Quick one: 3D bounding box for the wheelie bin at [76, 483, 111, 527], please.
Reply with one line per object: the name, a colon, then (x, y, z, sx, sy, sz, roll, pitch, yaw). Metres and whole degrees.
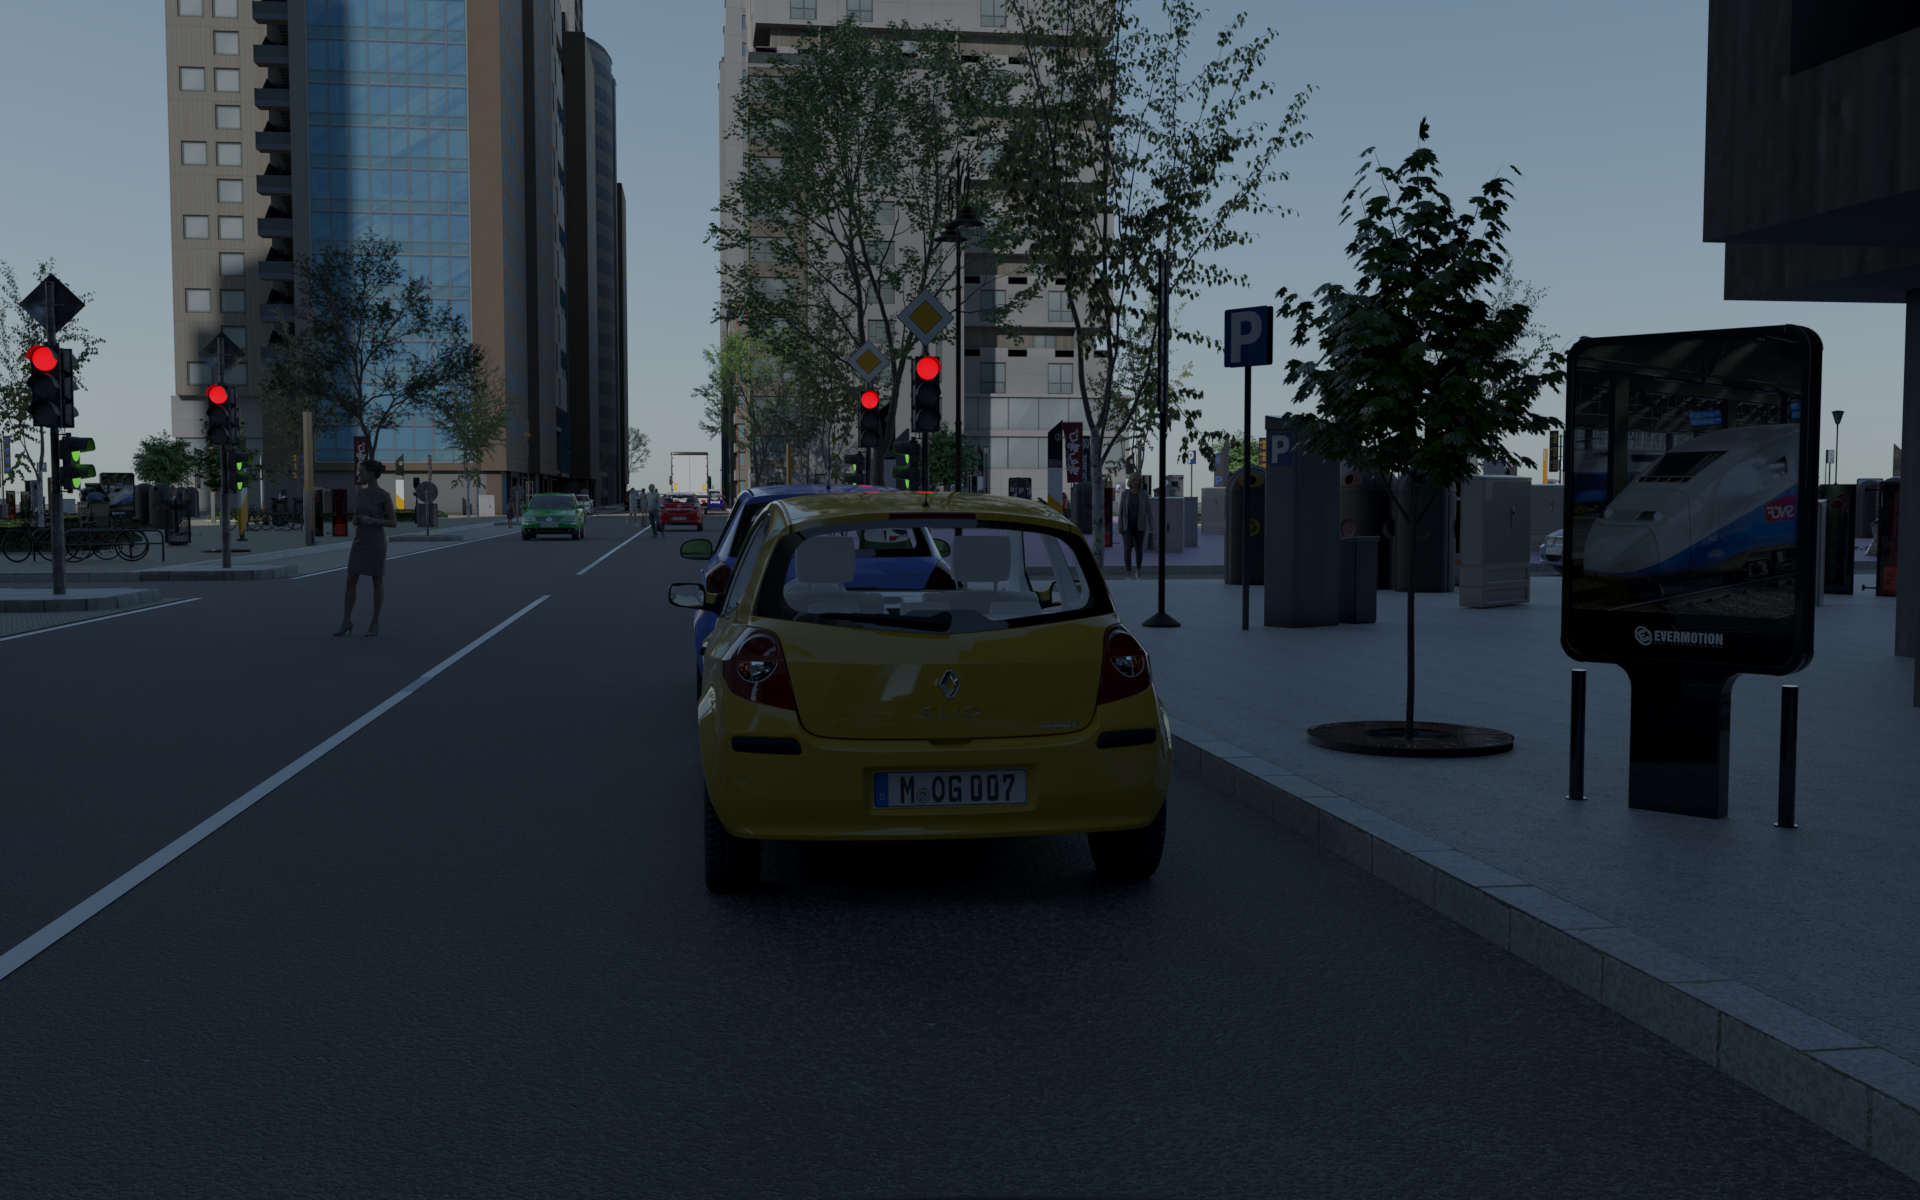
wheelie bin: (-24.217, -2.478, 48.418, 0.980, 1.594, 0.693, 2, 4, 28)

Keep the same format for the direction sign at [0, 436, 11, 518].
direction sign: (-37.176, -4.604, 67.264, 0.876, 3.537, 0.379, 1, 4, 20)

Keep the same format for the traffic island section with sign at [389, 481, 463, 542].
traffic island section with sign: (-16.211, -2.695, 52.695, 1.989, 1.847, 2.006, -1, 4, -9)

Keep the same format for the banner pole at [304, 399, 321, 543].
banner pole: (-17.148, -3.406, 45.700, 0.401, 3.779, 0.863, -2, 4, -25)

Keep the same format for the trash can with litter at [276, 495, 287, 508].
trash can with litter: (-35.179, -4.884, 90.917, 2.233, 1.210, 1.678, -1, 4, -22)

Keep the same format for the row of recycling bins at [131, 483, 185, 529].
row of recycling bins: (-30.588, -3.494, 64.232, 3.534, 1.692, 1.069, 1, 4, 23)

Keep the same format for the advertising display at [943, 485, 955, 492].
advertising display: (-0.554, -5.459, 94.464, 0.123, 1.923, 0.974, -3, 5, -41)

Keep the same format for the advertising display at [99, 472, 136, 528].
advertising display: (-25.062, -2.833, 51.532, 0.123, 1.923, 0.974, 3, 5, 45)

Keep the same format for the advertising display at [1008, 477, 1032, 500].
advertising display: (2.326, -3.785, 67.106, 0.974, 1.923, 0.123, -2, 4, -27)

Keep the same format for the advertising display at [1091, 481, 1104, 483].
advertising display: (6.517, -4.629, 80.895, 0.974, 1.923, 0.123, 3, 5, 41)

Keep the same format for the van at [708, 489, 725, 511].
van: (-21.259, -8.711, 149.441, 2.013, 2.044, 4.112, -1, 4, -9)

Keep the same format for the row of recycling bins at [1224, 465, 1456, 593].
row of recycling bins: (5.168, -1.021, 23.801, 3.534, 1.692, 1.069, 3, 5, 44)

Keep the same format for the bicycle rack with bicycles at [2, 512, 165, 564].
bicycle rack with bicycles: (-16.661, -1.203, 33.053, 2.925, 0.926, 2.852, -3, 5, -43)

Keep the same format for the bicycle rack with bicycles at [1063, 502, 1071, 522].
bicycle rack with bicycles: (4.788, -3.934, 77.704, 2.925, 0.926, 2.852, 0, 4, -7)

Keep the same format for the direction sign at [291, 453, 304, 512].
direction sign: (-36.418, -6.322, 95.355, 0.379, 3.537, 0.876, 2, 4, 26)

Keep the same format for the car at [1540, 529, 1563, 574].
car: (12.452, -1.122, 30.354, 4.499, 1.417, 2.014, -1, 4, -10)

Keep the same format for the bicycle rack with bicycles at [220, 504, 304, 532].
bicycle rack with bicycles: (-24.257, -2.878, 60.442, 2.925, 0.926, 2.852, -2, 4, -29)

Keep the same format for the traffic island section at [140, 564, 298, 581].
traffic island section: (-12.766, -0.479, 30.111, 2.009, 0.180, 2.903, -1, 4, -9)

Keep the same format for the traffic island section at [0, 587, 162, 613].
traffic island section: (-11.568, 0.004, 22.216, 2.009, 0.180, 2.903, -1, 4, -9)

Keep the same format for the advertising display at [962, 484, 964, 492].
advertising display: (-0.229, -5.542, 95.827, 0.974, 1.923, 0.123, -2, 4, -27)

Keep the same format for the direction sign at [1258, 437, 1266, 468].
direction sign: (12.362, -4.733, 69.381, 0.876, 3.537, 0.379, -1, 4, -14)

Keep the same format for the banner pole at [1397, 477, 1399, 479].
banner pole: (19.524, -5.271, 76.201, 0.863, 3.779, 0.401, -2, 4, -33)

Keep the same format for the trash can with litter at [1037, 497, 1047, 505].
trash can with litter: (3.469, -3.476, 68.228, 1.055, 1.170, 0.624, -1, 4, -9)

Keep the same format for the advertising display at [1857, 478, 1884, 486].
advertising display: (36.819, -3.970, 70.119, 0.974, 1.923, 0.123, 1, 4, 13)

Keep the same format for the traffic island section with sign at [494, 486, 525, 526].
traffic island section with sign: (-20.256, -4.329, 79.408, 1.989, 1.847, 2.006, -1, 4, -9)

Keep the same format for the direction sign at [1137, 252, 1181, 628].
direction sign: (1.953, -1.510, 16.690, 0.379, 3.537, 0.876, 1, 4, 12)

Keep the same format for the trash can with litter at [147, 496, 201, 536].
trash can with litter: (-24.658, -2.637, 54.164, 1.678, 1.210, 2.233, -1, 4, -17)

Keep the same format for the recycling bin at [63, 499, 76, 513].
recycling bin: (-49.726, -5.126, 96.360, 0.722, 1.027, 0.722, 3, 4, 36)

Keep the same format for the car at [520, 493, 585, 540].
car: (-12.918, -2.830, 55.059, 1.959, 1.807, 4.718, -1, 4, -10)

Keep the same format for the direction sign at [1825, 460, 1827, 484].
direction sign: (52.741, -6.946, 105.557, 0.379, 3.537, 0.876, 2, 4, 28)

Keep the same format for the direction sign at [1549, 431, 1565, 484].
direction sign: (21.307, -4.251, 61.499, 0.379, 3.537, 0.876, -3, 5, -41)

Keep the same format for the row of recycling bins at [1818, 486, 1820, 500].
row of recycling bins: (43.827, -5.208, 92.258, 3.534, 1.692, 1.069, 2, 4, 25)

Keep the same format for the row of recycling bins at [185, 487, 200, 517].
row of recycling bins: (-44.095, -5.523, 97.406, 3.534, 1.692, 1.069, 2, 4, 30)

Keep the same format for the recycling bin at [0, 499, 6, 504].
recycling bin: (-54.462, -5.259, 98.545, 0.722, 1.027, 0.722, 2, 4, 24)

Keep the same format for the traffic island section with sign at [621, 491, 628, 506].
traffic island section with sign: (-40.039, -12.302, 209.766, 1.989, 1.847, 2.006, -1, 4, -9)

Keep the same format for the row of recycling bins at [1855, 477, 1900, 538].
row of recycling bins: (27.585, -2.601, 49.635, 3.534, 1.692, 1.069, 3, 4, 36)

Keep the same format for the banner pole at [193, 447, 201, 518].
banner pole: (-40.901, -6.293, 92.914, 0.401, 3.779, 0.863, 0, 4, -1)

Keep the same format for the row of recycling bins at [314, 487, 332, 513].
row of recycling bins: (-36.142, -5.556, 97.948, 1.069, 1.692, 3.534, -1, 4, -12)

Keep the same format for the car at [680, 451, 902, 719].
car: (-0.980, -0.151, 12.067, 1.945, 1.707, 3.694, 0, 4, -8)

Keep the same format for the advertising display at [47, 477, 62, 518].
advertising display: (-34.427, -3.713, 65.914, 0.123, 1.923, 0.974, 0, 4, -4)

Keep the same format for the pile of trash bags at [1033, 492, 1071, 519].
pile of trash bags: (3.510, -4.532, 83.848, 3.447, 1.369, 1.912, 0, 4, 3)

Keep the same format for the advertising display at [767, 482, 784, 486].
advertising display: (-9.932, -5.385, 93.263, 0.974, 1.923, 0.123, -2, 4, -23)

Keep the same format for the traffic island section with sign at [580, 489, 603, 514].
traffic island section with sign: (-27.525, -7.256, 127.260, 1.989, 1.847, 2.006, -1, 4, -9)

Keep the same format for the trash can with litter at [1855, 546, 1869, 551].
trash can with litter: (20.703, -1.796, 40.418, 1.678, 1.210, 2.233, 3, 4, 37)

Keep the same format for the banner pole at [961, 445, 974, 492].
banner pole: (0.261, -5.403, 78.354, 0.863, 3.779, 0.401, -1, 4, -11)

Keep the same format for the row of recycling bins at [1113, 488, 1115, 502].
row of recycling bins: (9.769, -6.164, 107.889, 1.069, 1.692, 3.534, -1, 4, -16)

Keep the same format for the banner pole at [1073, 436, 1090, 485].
banner pole: (4.511, -4.592, 65.090, 0.863, 3.779, 0.401, -1, 4, -13)

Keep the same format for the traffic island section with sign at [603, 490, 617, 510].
traffic island section with sign: (-31.684, -8.936, 154.726, 1.989, 1.847, 2.006, -1, 4, -9)

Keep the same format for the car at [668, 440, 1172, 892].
car: (-0.301, 0.151, 7.759, 2.015, 1.641, 3.980, 0, 4, -8)

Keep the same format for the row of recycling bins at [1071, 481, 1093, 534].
row of recycling bins: (4.184, -3.037, 56.761, 1.069, 1.692, 3.534, 0, 4, 6)

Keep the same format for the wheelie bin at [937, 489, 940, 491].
wheelie bin: (-1.466, -5.958, 105.327, 0.980, 1.594, 0.693, -3, 5, -41)

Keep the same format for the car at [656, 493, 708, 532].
car: (-10.962, -3.598, 67.863, 2.155, 1.783, 4.494, 0, 4, -8)

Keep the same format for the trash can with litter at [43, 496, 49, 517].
trash can with litter: (-44.090, -4.438, 83.611, 1.678, 1.210, 2.233, -1, 4, -15)

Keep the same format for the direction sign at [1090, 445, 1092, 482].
direction sign: (5.652, -5.080, 75.063, 0.379, 3.537, 0.876, 3, 5, 43)

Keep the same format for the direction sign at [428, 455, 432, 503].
direction sign: (-30.463, -6.579, 99.570, 0.379, 3.537, 0.876, -2, 4, -29)

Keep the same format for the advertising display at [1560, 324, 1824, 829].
advertising display: (2.893, -0.105, 6.925, 0.123, 1.923, 0.974, -3, 5, -44)

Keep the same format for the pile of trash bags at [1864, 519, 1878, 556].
pile of trash bags: (19.674, -1.589, 35.739, 1.912, 1.369, 3.447, 3, 5, 39)
